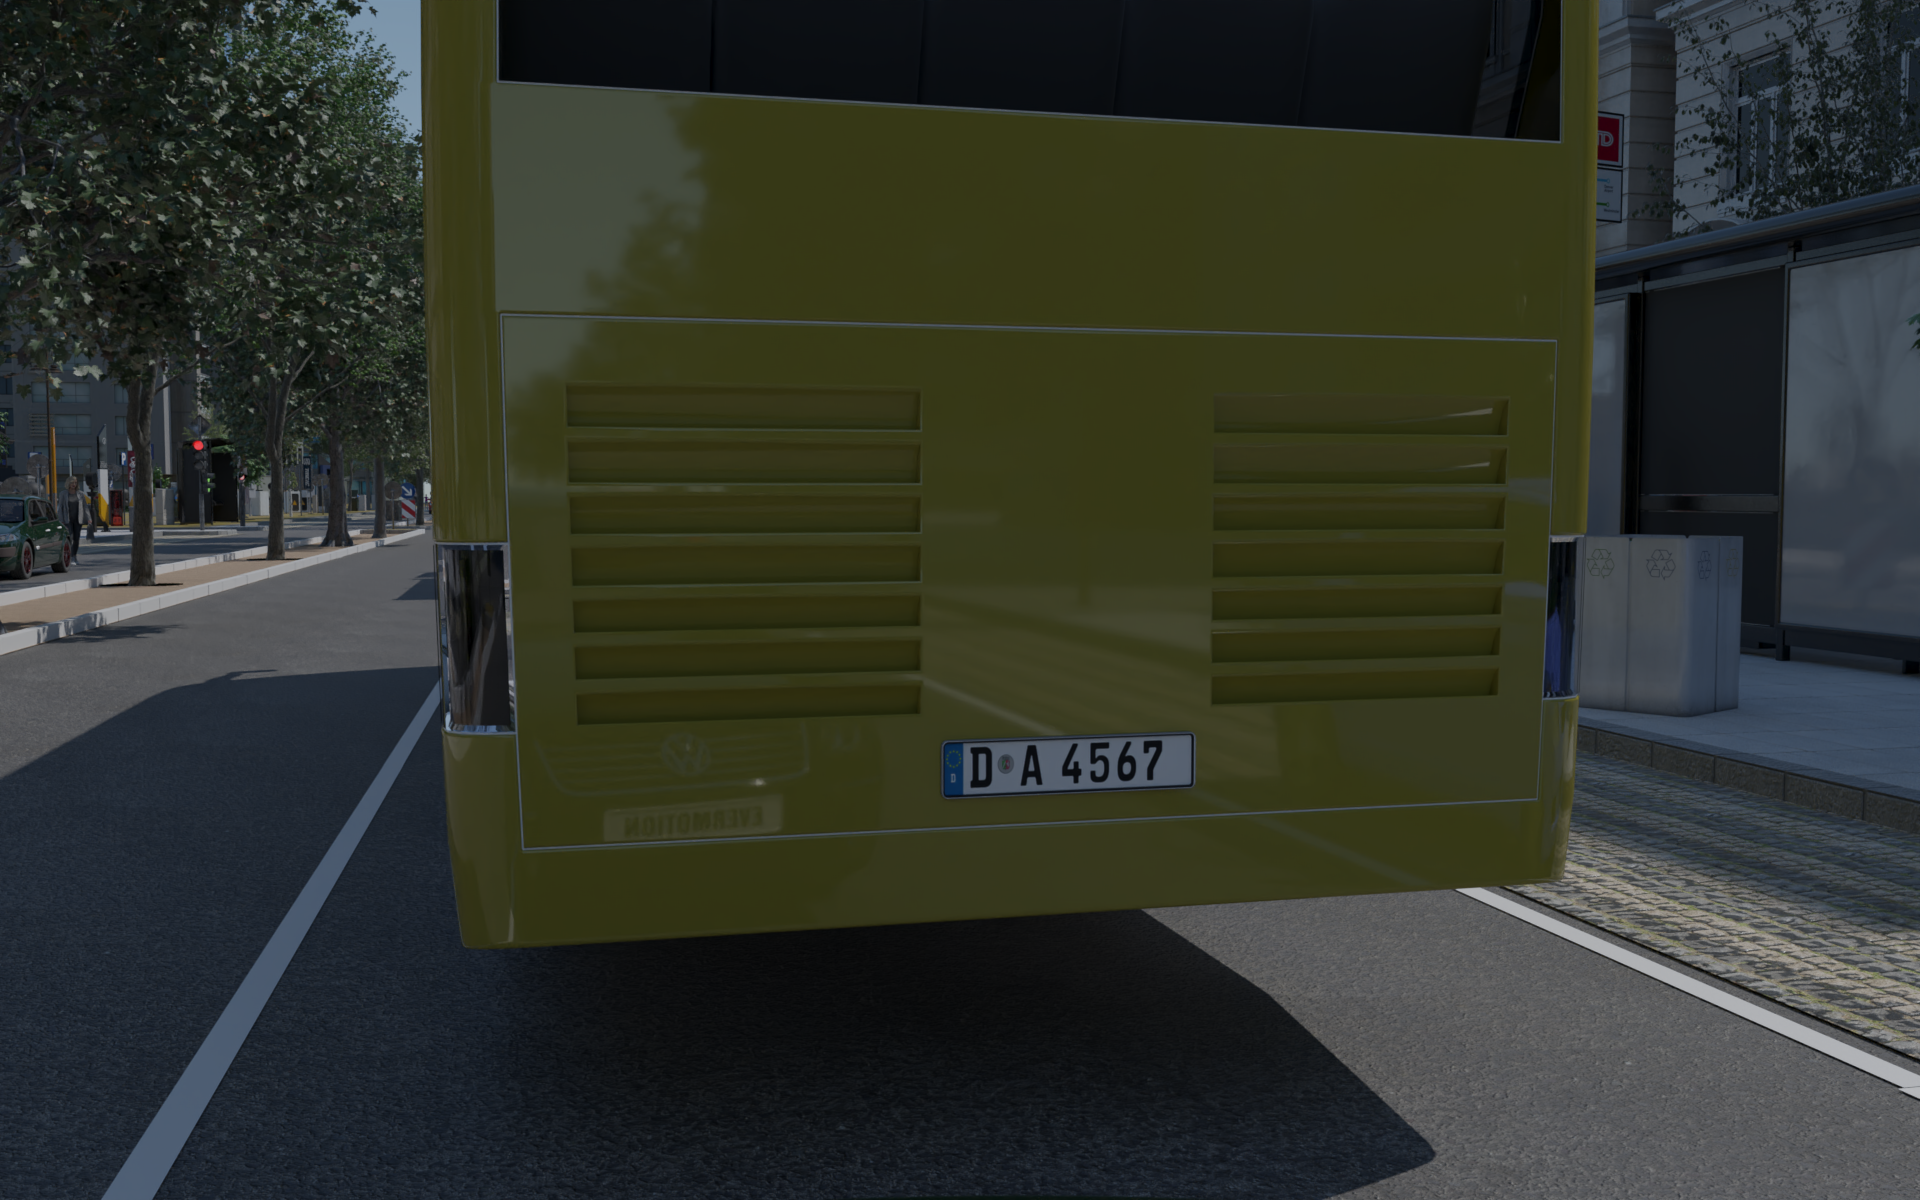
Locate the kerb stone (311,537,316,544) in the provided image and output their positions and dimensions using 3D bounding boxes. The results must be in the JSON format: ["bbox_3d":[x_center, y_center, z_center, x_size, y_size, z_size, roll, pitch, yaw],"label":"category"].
[{"bbox_3d":[-18.578,-1.660,49.382,0.120,0.150,1.000,-1,4,-13],"label":"kerb stone"}]

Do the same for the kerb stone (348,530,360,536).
[{"bbox_3d":[-21.119,-2.334,60.360,0.120,0.150,1.000,-1,4,-13],"label":"kerb stone"}]

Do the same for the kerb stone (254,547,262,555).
[{"bbox_3d":[-16.500,-1.114,40.414,0.120,0.150,1.000,-1,4,-13],"label":"kerb stone"}]

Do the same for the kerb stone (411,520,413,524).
[{"bbox_3d":[-26.089,-3.652,81.906,0.120,0.150,1.000,-1,4,-13],"label":"kerb stone"}]

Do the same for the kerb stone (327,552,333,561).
[{"bbox_3d":[-13.551,-0.901,36.919,0.120,0.150,1.000,-1,4,-13],"label":"kerb stone"}]

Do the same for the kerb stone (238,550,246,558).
[{"bbox_3d":[-16.049,-0.988,38.410,0.120,0.150,1.000,-1,4,-13],"label":"kerb stone"}]

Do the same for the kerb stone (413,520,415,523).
[{"bbox_3d":[-26.320,-3.713,82.903,0.120,0.150,1.000,-1,4,-13],"label":"kerb stone"}]

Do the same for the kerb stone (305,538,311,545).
[{"bbox_3d":[-18.351,-1.602,48.385,0.120,0.150,1.000,-1,4,-13],"label":"kerb stone"}]

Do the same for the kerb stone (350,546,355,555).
[{"bbox_3d":[-14.472,-1.145,40.922,0.120,0.150,1.000,-1,4,-13],"label":"kerb stone"}]

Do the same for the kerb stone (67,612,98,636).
[{"bbox_3d":[-9.164,0.259,17.953,0.120,0.150,1.000,-1,4,-13],"label":"kerb stone"}]

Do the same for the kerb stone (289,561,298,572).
[{"bbox_3d":[-12.400,-0.596,31.932,0.120,0.150,1.000,-1,4,-13],"label":"kerb stone"}]

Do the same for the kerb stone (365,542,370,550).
[{"bbox_3d":[-15.159,-1.329,43.928,0.120,0.150,1.000,-1,4,-13],"label":"kerb stone"}]

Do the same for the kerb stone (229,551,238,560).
[{"bbox_3d":[-15.810,-0.930,37.403,0.120,0.150,1.000,-1,4,-13],"label":"kerb stone"}]

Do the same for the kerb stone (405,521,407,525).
[{"bbox_3d":[-25.403,-3.469,78.910,0.120,0.150,1.000,-1,4,-13],"label":"kerb stone"}]

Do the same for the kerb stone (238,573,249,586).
[{"bbox_3d":[-11.246,-0.286,26.942,0.120,0.150,1.000,-1,4,-13],"label":"kerb stone"}]

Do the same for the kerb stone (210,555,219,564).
[{"bbox_3d":[-15.359,-0.798,35.400,0.120,0.150,1.000,-1,4,-13],"label":"kerb stone"}]

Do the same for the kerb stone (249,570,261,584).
[{"bbox_3d":[-11.473,-0.351,27.942,0.120,0.150,1.000,-1,4,-13],"label":"kerb stone"}]

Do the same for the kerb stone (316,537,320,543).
[{"bbox_3d":[-18.816,-1.719,50.379,0.120,0.150,1.000,-1,4,-13],"label":"kerb stone"}]

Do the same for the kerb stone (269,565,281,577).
[{"bbox_3d":[-11.932,-0.474,29.940,0.120,0.150,1.000,-1,4,-13],"label":"kerb stone"}]

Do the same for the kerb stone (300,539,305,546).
[{"bbox_3d":[-18.121,-1.541,47.389,0.120,0.150,1.000,-1,4,-13],"label":"kerb stone"}]

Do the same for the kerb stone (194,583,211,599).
[{"bbox_3d":[-10.556,-0.107,23.942,0.120,0.150,1.000,-1,4,-13],"label":"kerb stone"}]

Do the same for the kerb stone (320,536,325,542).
[{"bbox_3d":[-19.040,-1.784,51.377,0.120,0.150,1.000,-1,4,-13],"label":"kerb stone"}]

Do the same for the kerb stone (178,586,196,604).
[{"bbox_3d":[-10.324,-0.046,22.947,0.120,0.150,1.000,-1,4,-13],"label":"kerb stone"}]

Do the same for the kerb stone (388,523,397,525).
[{"bbox_3d":[-24.246,-3.164,73.921,0.120,0.150,1.000,-1,4,-13],"label":"kerb stone"}]

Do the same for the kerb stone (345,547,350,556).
[{"bbox_3d":[-14.244,-1.084,39.921,0.120,0.150,1.000,-1,4,-13],"label":"kerb stone"}]

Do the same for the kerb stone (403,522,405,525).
[{"bbox_3d":[-25.167,-3.408,77.913,0.120,0.150,1.000,-1,4,-13],"label":"kerb stone"}]

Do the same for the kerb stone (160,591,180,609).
[{"bbox_3d":[-10.092,0.015,21.952,0.120,0.150,1.000,-1,4,-13],"label":"kerb stone"}]

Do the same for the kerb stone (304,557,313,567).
[{"bbox_3d":[-12.858,-0.718,33.928,0.120,0.150,1.000,-1,4,-13],"label":"kerb stone"}]

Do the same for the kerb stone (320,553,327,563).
[{"bbox_3d":[-13.316,-0.840,35.925,0.120,0.150,1.000,-1,4,-13],"label":"kerb stone"}]

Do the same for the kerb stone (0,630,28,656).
[{"bbox_3d":[-8.709,0.382,15.949,0.120,0.150,1.000,-1,4,-13],"label":"kerb stone"}]

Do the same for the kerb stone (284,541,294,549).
[{"bbox_3d":[-17.661,-1.419,45.397,0.120,0.150,1.000,-1,4,-13],"label":"kerb stone"}]

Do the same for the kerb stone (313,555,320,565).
[{"bbox_3d":[-13.090,-0.779,34.928,0.120,0.150,1.000,-1,4,-13],"label":"kerb stone"}]

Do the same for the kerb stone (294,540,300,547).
[{"bbox_3d":[-17.886,-1.480,46.394,0.120,0.150,1.000,-1,4,-13],"label":"kerb stone"}]

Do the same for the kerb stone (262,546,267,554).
[{"bbox_3d":[-16.739,-1.175,41.410,0.120,0.150,1.000,-1,4,-13],"label":"kerb stone"}]

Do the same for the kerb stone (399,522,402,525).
[{"bbox_3d":[-24.702,-3.278,75.922,0.120,0.150,1.000,-1,4,-13],"label":"kerb stone"}]

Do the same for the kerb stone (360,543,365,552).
[{"bbox_3d":[-14.932,-1.268,42.928,0.120,0.150,1.000,-1,4,-13],"label":"kerb stone"}]

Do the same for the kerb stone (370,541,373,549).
[{"bbox_3d":[-15.402,-1.391,44.936,0.120,0.150,1.000,-1,4,-13],"label":"kerb stone"}]

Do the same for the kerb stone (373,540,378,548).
[{"bbox_3d":[-15.630,-1.448,45.935,0.120,0.150,1.000,-1,4,-13],"label":"kerb stone"}]

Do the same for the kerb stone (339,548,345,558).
[{"bbox_3d":[-14.007,-1.023,38.926,0.120,0.150,1.000,-1,4,-13],"label":"kerb stone"}]

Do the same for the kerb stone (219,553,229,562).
[{"bbox_3d":[-15.584,-0.865,36.396,0.120,0.150,1.000,-1,4,-13],"label":"kerb stone"}]

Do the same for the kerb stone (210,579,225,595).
[{"bbox_3d":[-10.779,-0.168,24.940,0.120,0.150,1.000,-1,4,-13],"label":"kerb stone"}]

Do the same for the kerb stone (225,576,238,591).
[{"bbox_3d":[-11.010,-0.228,25.936,0.120,0.150,1.000,-1,4,-13],"label":"kerb stone"}]

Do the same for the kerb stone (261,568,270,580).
[{"bbox_3d":[-11.713,-0.412,28.941,0.120,0.150,1.000,-1,4,-13],"label":"kerb stone"}]

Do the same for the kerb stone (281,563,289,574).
[{"bbox_3d":[-12.170,-0.535,30.936,0.120,0.150,1.000,-1,4,-13],"label":"kerb stone"}]

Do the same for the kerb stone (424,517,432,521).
[{"bbox_3d":[-28.862,-4.387,93.916,0.120,0.150,1.000,-1,4,-13],"label":"kerb stone"}]

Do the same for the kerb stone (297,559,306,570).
[{"bbox_3d":[-12.627,-0.656,32.929,0.120,0.150,1.000,-1,4,-13],"label":"kerb stone"}]

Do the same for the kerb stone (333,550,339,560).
[{"bbox_3d":[-13.776,-0.959,37.918,0.120,0.150,1.000,-1,4,-13],"label":"kerb stone"}]

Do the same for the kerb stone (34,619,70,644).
[{"bbox_3d":[-8.945,0.321,16.950,0.120,0.150,1.000,-1,4,-13],"label":"kerb stone"}]

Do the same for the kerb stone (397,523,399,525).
[{"bbox_3d":[-24.471,-3.225,74.926,0.120,0.150,1.000,-1,4,-13],"label":"kerb stone"}]

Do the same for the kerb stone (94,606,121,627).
[{"bbox_3d":[-9.401,0.199,18.947,0.120,0.150,1.000,-1,4,-13],"label":"kerb stone"}]

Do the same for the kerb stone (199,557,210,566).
[{"bbox_3d":[-15.122,-0.747,34.404,0.120,0.150,1.000,-1,4,-13],"label":"kerb stone"}]

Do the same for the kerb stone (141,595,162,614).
[{"bbox_3d":[-9.857,0.077,20.941,0.120,0.150,1.000,-1,4,-13],"label":"kerb stone"}]

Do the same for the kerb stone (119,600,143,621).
[{"bbox_3d":[-9.626,0.138,19.944,0.120,0.150,1.000,-1,4,-13],"label":"kerb stone"}]

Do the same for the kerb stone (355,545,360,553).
[{"bbox_3d":[-14.709,-1.205,41.923,0.120,0.150,1.000,-1,4,-13],"label":"kerb stone"}]

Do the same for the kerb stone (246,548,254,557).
[{"bbox_3d":[-16.277,-1.051,39.409,0.120,0.150,1.000,-1,4,-13],"label":"kerb stone"}]
